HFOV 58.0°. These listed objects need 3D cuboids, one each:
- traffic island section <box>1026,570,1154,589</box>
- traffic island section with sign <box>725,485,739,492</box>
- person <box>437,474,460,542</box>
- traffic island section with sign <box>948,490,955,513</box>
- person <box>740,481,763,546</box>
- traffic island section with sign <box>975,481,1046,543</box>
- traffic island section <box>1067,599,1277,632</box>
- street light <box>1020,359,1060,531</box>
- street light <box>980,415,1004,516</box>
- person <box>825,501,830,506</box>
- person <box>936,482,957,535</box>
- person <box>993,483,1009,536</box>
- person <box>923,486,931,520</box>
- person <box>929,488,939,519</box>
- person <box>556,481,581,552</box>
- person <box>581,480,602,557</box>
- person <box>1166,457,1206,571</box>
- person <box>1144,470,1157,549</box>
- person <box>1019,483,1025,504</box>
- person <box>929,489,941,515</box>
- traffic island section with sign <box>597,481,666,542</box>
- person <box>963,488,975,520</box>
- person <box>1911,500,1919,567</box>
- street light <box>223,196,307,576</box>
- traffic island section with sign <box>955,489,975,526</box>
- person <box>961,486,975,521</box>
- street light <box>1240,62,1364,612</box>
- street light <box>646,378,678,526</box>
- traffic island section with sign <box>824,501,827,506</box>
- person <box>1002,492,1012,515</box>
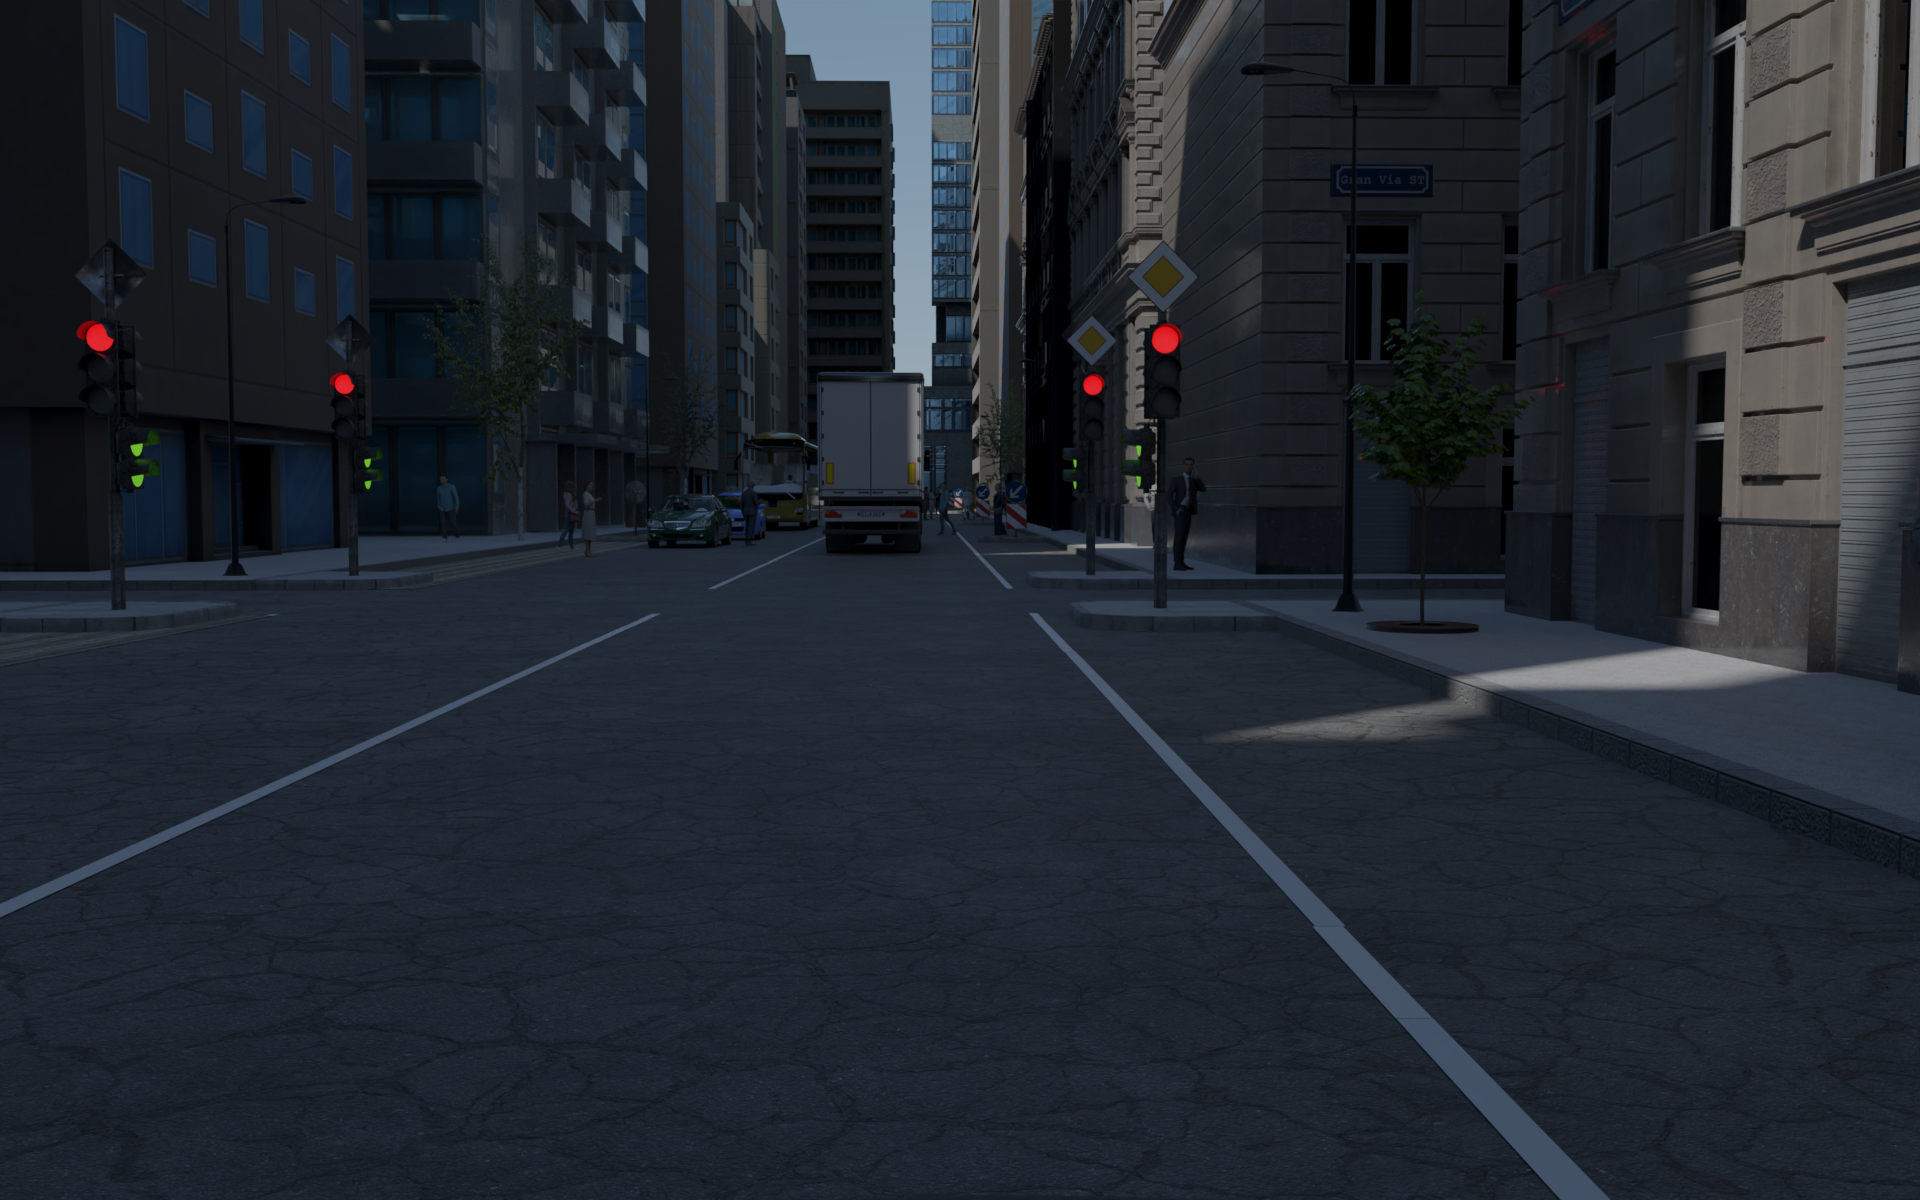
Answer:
[{"bbox_3d":[2.093,-0.318,27.484,2.009,0.180,2.903,0,4,-1],"label":"traffic island section"},{"bbox_3d":[-10.401,-4.309,79.086,1.989,1.847,2.006,0,4,-1],"label":"traffic island section with sign"},{"bbox_3d":[-13.592,-2.448,46.094,0.660,1.820,0.620,1,4,11],"label":"person"},{"bbox_3d":[-0.850,-9.023,156.161,1.989,1.847,2.006,0,4,-1],"label":"traffic island section with sign"},{"bbox_3d":[-5.796,-2.425,48.320,0.661,1.801,0.590,2,4,33],"label":"person"},{"bbox_3d":[1.540,-2.657,52.077,1.989,1.847,2.006,0,4,-1],"label":"traffic island section with sign"},{"bbox_3d":[2.276,0.170,19.501,2.009,0.180,2.903,0,4,-1],"label":"traffic island section"},{"bbox_3d":[2.759,-5.334,59.749,1.470,5.913,1.316,0,4,-1],"label":"street light"},{"bbox_3d":[1.882,-7.945,102.438,1.470,5.913,1.316,0,4,-1],"label":"street light"},{"bbox_3d":[-8.762,-6.306,114.829,0.421,1.427,0.697,3,4,37],"label":"person"},{"bbox_3d":[-0.475,-3.169,60.174,0.748,1.841,0.638,0,4,5],"label":"person"},{"bbox_3d":[1.248,-2.785,54.453,0.534,1.772,0.576,-1,4,-21],"label":"person"},{"bbox_3d":[-1.813,-5.289,94.785,0.447,1.846,0.655,1,4,10],"label":"person"},{"bbox_3d":[-1.529,-5.482,98.698,0.524,1.755,0.480,-1,4,-23],"label":"person"},{"bbox_3d":[-9.688,-2.059,42.759,0.643,1.750,0.593,-1,4,-20],"label":"person"},{"bbox_3d":[-8.383,-1.862,39.516,0.524,1.755,0.480,0,4,1],"label":"person"},{"bbox_3d":[3.823,-1.456,29.215,0.648,1.900,0.474,-3,5,-42],"label":"person"},{"bbox_3d":[4.656,-2.133,40.760,0.661,1.843,0.795,0,4,6],"label":"person"},{"bbox_3d":[3.032,-4.493,79.842,0.601,1.785,0.444,3,5,44],"label":"person"},{"bbox_3d":[-1.577,-6.866,121.282,1.217,1.766,0.721,1,4,21],"label":"person"},{"bbox_3d":[-9.783,-2.661,52.138,1.989,1.847,2.006,0,4,-1],"label":"traffic island section with sign"},{"bbox_3d":[0.493,-5.326,96.069,0.515,1.767,0.782,-1,4,-18],"label":"person"},{"bbox_3d":[4.526,-0.082,7.368,0.794,1.824,0.713,0,4,-5],"label":"person"},{"bbox_3d":[-10.876,-3.338,27.117,1.470,5.913,1.316,0,4,-1],"label":"street light"},{"bbox_3d":[0.910,-4.322,79.300,1.989,1.847,2.006,0,4,-1],"label":"traffic island section with sign"},{"bbox_3d":[0.437,-5.129,92.240,0.818,1.842,0.514,3,4,37],"label":"person"},{"bbox_3d":[3.717,-2.830,18.818,1.470,5.913,1.316,0,4,-1],"label":"street light"},{"bbox_3d":[-11.942,-5.910,69.175,1.470,5.913,1.316,0,4,-1],"label":"street light"},{"bbox_3d":[-12.203,-9.109,157.552,1.989,1.847,2.006,0,4,-1],"label":"traffic island section with sign"},{"bbox_3d":[2.726,-5.988,107.213,1.065,1.426,0.557,3,4,37],"label":"person"}]
